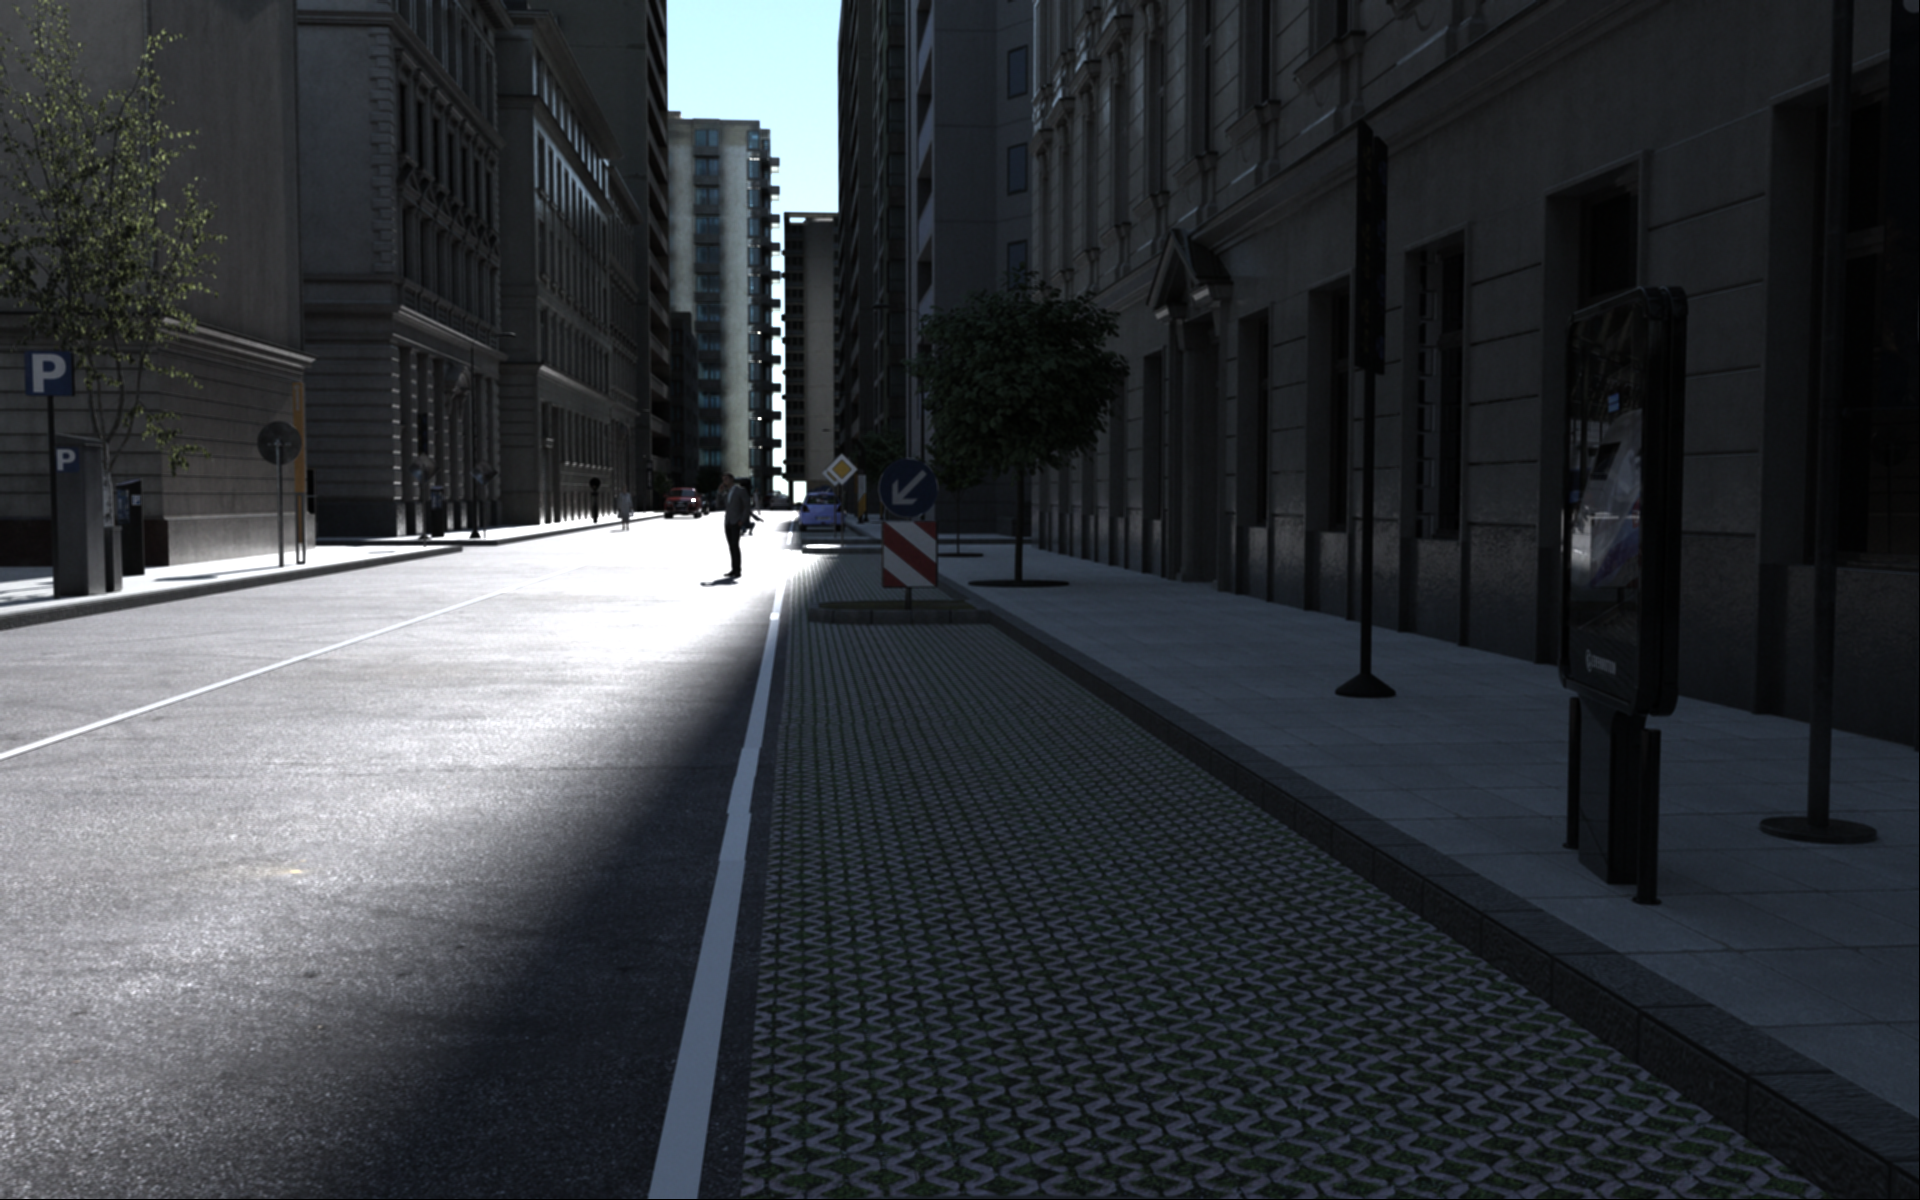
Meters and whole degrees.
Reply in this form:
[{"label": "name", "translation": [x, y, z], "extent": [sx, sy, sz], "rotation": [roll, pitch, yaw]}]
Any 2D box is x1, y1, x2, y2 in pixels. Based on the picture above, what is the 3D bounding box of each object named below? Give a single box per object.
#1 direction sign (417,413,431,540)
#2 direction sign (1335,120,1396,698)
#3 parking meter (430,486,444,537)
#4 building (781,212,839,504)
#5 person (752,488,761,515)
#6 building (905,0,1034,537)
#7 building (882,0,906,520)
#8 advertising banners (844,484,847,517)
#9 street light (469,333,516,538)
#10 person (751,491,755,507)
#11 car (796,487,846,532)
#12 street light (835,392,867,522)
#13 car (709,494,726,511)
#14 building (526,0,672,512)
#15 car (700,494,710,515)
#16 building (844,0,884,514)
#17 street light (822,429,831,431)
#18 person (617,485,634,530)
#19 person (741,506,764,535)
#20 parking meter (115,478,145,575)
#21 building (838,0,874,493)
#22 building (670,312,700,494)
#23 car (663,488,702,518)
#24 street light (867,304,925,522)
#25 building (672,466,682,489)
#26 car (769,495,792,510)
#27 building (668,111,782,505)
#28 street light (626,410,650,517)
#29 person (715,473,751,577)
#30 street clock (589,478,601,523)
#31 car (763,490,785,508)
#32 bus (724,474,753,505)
[{"label": "direction sign", "translation": [-15.130, -3.475, 48.821], "extent": [0.379, 3.537, 0.876], "rotation": [-2, 4, -33]}, {"label": "direction sign", "translation": [2.593, -1.161, 10.973], "extent": [0.379, 3.537, 0.876], "rotation": [2, 4, 23]}, {"label": "parking meter", "translation": [-15.633, -2.654, 51.803], "extent": [0.372, 1.533, 0.369], "rotation": [0, 3, 0]}, {"label": "building", "translation": [-11.137, -32.623, 225.260], "extent": [23.993, 40.220, 32.217], "rotation": [0, 4, -5]}, {"label": "person", "translation": [-13.892, -6.703, 117.967], "extent": [0.818, 1.842, 0.514], "rotation": [1, 4, 9]}, {"label": "building", "translation": [12.703, -31.671, 59.827], "extent": [28.212, 58.520, 21.231], "rotation": [0, 4, -5]}, {"label": "building", "translation": [2.889, -19.502, 90.559], "extent": [14.160, 30.474, 14.107], "rotation": [0, 4, -5]}, {"label": "advertising banners", "translation": [-6.595, -6.304, 99.251], "extent": [0.090, 3.025, 2.074], "rotation": [0, 4, -7]}, {"label": "street light", "translation": [-13.516, -4.742, 50.079], "extent": [1.470, 5.913, 1.316], "rotation": [0, 4, -5]}, {"label": "person", "translation": [-23.400, -11.477, 196.143], "extent": [0.705, 1.824, 1.348], "rotation": [1, 4, 21]}, {"label": "car", "translation": [-5.356, -3.504, 66.877], "extent": [1.945, 1.707, 3.694], "rotation": [0, 4, -7]}, {"label": "street light", "translation": [-4.852, -6.531, 79.328], "extent": [1.470, 5.913, 1.316], "rotation": [0, 4, -5]}, {"label": "car", "translation": [-20.279, -8.264, 147.123], "extent": [2.014, 1.417, 4.499], "rotation": [0, 4, -4]}, {"label": "building", "translation": [-33.971, -31.182, 133.524], "extent": [21.300, 48.544, 21.600], "rotation": [0, 4, -5]}, {"label": "car", "translation": [-18.174, -6.681, 119.013], "extent": [2.009, 1.686, 4.222], "rotation": [0, 4, -5]}, {"label": "building", "translation": [2.669, -41.374, 114.718], "extent": [20.563, 71.187, 20.611], "rotation": [0, 4, -5]}, {"label": "street light", "translation": [-9.186, -9.299, 124.578], "extent": [1.470, 5.913, 1.316], "rotation": [0, 4, -5]}, {"label": "person", "translation": [-13.291, -3.673, 68.913], "extent": [0.694, 1.780, 0.624], "rotation": [0, 4, 1]}, {"label": "person", "translation": [-7.376, -2.861, 60.783], "extent": [1.012, 1.151, 0.738], "rotation": [-1, 4, -20]}, {"label": "parking meter", "translation": [-13.135, -1.163, 27.421], "extent": [0.372, 1.533, 0.369], "rotation": [0, 3, 0]}, {"label": "building", "translation": [-0.317, -32.814, 160.205], "extent": [21.300, 48.544, 21.600], "rotation": [0, 4, -5]}, {"label": "building", "translation": [-43.013, -20.705, 183.566], "extent": [28.899, 21.520, 27.650], "rotation": [0, 4, -5]}, {"label": "car", "translation": [-16.614, -5.830, 103.985], "extent": [2.281, 1.827, 5.304], "rotation": [0, 4, -6]}, {"label": "street light", "translation": [-1.458, -4.279, 42.502], "extent": [1.470, 5.913, 1.316], "rotation": [0, 4, -5]}, {"label": "building", "translation": [-35.656, -43.768, 153.857], "extent": [20.563, 71.187, 20.611], "rotation": [0, 4, -5]}, {"label": "car", "translation": [-15.984, -8.682, 154.309], "extent": [2.083, 1.381, 4.827], "rotation": [0, 4, -5]}, {"label": "building", "translation": [-37.932, -36.663, 219.043], "extent": [30.456, 49.044, 23.786], "rotation": [0, 4, -5]}, {"label": "street light", "translation": [-17.862, -7.545, 95.909], "extent": [1.470, 5.913, 1.316], "rotation": [0, 4, -5]}, {"label": "person", "translation": [-3.953, -1.313, 30.142], "extent": [0.473, 1.802, 0.592], "rotation": [-3, 4, -39]}, {"label": "street clock", "translation": [-16.074, -4.387, 76.291], "extent": [0.471, 2.002, 0.358], "rotation": [-1, 4, -16]}, {"label": "car", "translation": [-19.554, -10.584, 181.723], "extent": [2.281, 1.827, 5.304], "rotation": [0, 4, -5]}, {"label": "bus", "translation": [-23.242, -11.439, 181.893], "extent": [2.948, 3.499, 13.247], "rotation": [0, 4, -7]}]
